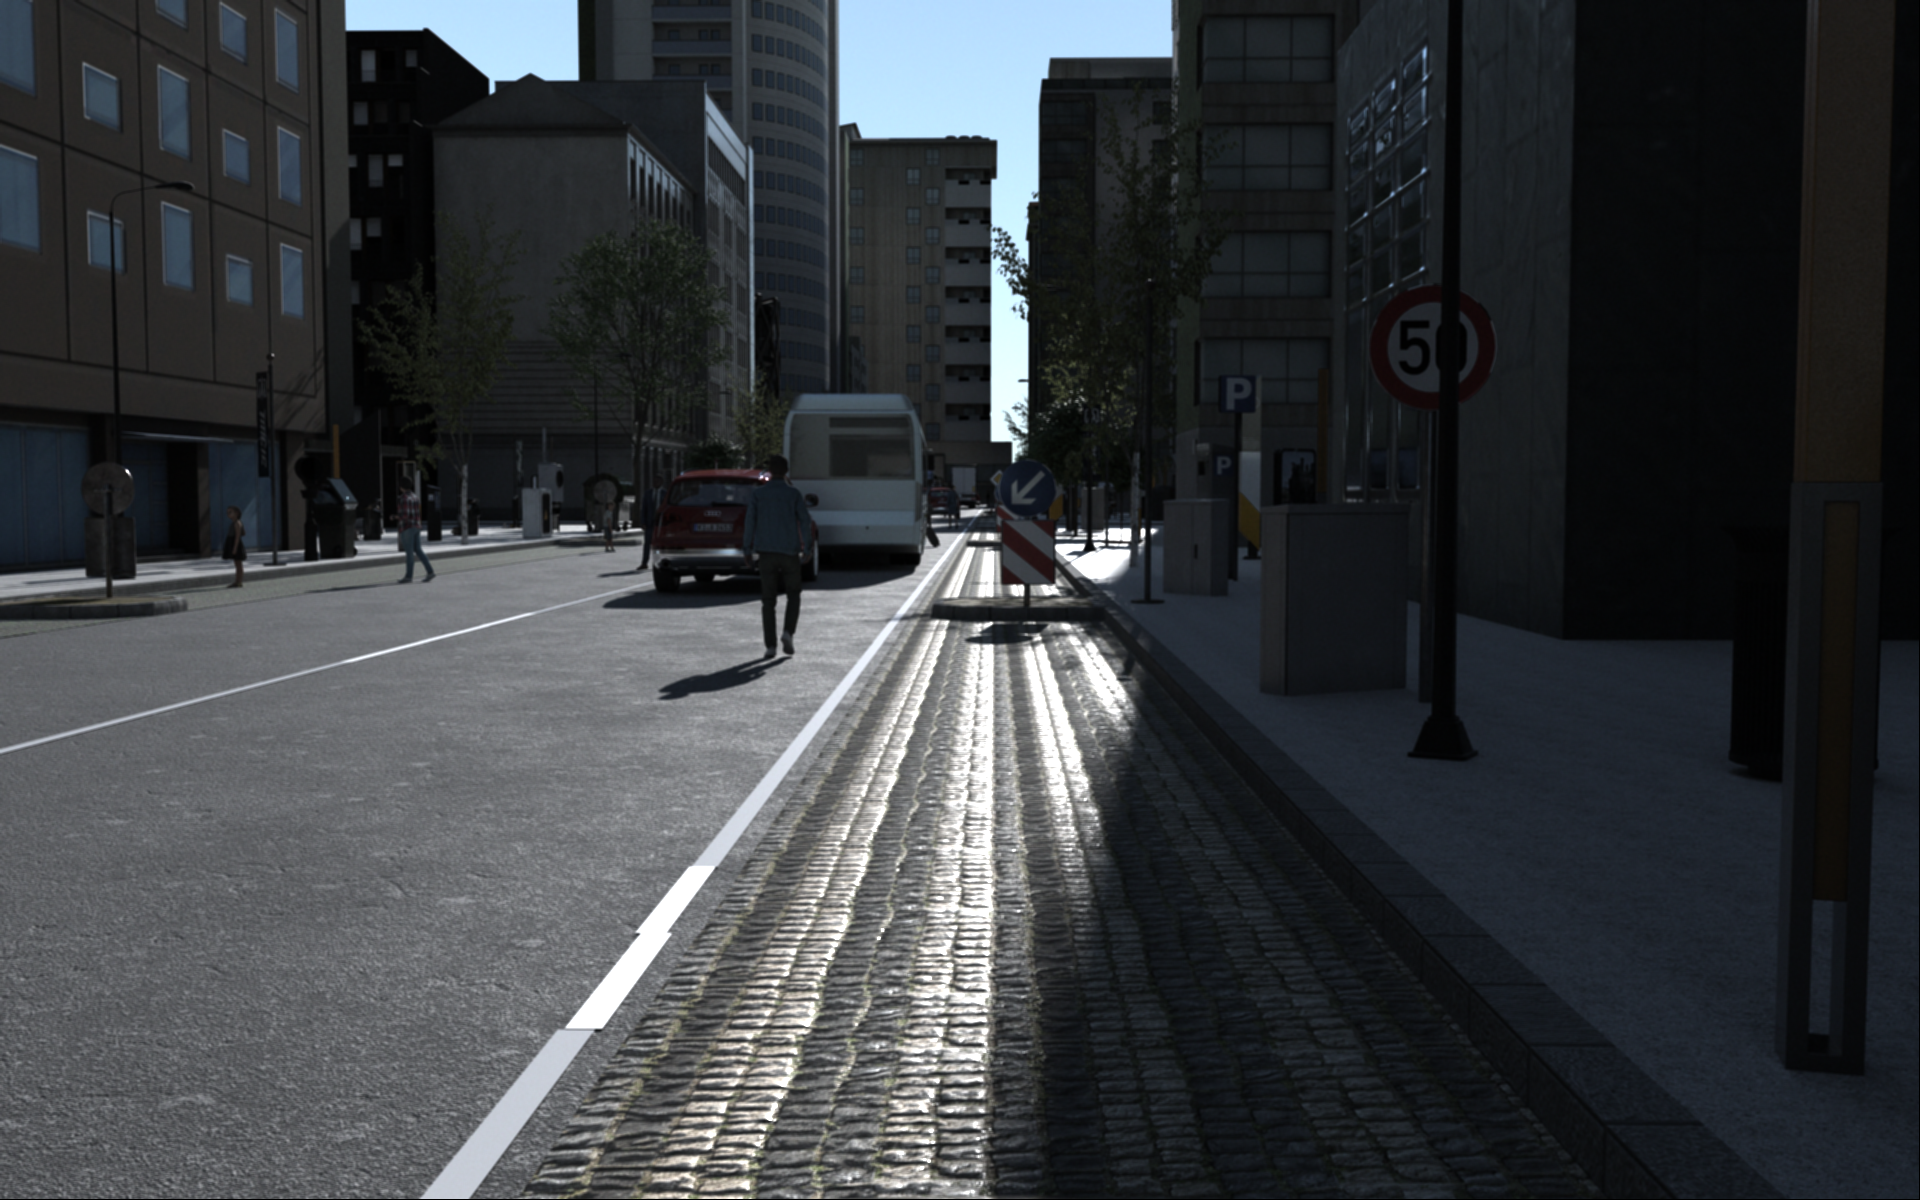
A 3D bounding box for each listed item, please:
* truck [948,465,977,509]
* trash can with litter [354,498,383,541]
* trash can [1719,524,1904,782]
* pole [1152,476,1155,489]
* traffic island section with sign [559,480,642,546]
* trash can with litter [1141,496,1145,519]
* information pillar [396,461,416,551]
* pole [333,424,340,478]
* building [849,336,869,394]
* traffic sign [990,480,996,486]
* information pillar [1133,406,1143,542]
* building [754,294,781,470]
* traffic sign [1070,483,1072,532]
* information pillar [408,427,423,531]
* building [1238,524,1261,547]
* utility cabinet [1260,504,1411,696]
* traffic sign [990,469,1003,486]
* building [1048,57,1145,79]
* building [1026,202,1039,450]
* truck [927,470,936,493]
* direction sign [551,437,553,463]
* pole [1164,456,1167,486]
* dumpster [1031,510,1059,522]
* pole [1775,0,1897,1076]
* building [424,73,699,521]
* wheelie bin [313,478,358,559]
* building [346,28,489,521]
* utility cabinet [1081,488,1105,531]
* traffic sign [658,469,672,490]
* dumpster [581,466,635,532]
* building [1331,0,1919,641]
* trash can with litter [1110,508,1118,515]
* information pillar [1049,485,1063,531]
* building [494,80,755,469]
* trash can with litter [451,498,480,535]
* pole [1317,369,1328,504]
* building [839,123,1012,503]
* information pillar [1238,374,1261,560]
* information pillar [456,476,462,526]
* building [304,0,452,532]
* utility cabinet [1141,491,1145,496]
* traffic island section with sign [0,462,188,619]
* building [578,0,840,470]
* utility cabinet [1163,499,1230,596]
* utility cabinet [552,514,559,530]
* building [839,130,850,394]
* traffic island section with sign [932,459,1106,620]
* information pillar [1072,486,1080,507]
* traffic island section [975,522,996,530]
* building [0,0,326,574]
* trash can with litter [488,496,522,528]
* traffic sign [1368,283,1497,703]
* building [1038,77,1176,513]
[{"bbox_3d":[0.299,-11.215,172.283,2.839,4.237,11.283,0,4,-1],"label":"truck"},{"bbox_3d":[-16.522,-2.234,47.908,1.055,1.170,0.624,-1,4,-8],"label":"trash can with litter"},{"bbox_3d":[3.828,0.233,7.841,0.748,1.137,0.748,0,3,0],"label":"trash can"},{"bbox_3d":[12.757,-7.369,114.325,0.158,3.312,0.155,0,3,0],"label":"pole"},{"bbox_3d":[-9.918,-2.415,48.111,1.989,1.847,2.006,0,4,1],"label":"traffic island section with sign"},{"bbox_3d":[9.612,-4.842,90.556,0.624,1.170,1.055,1,4,21],"label":"trash can with litter"},{"bbox_3d":[-12.415,-2.102,38.859,0.304,2.012,0.304,3,5,40],"label":"information pillar"},{"bbox_3d":[-18.249,-3.479,50.731,0.158,3.312,0.155,0,3,0],"label":"pole"},{"bbox_3d":[-26.675,-22.522,213.278,28.899,21.520,27.650,0,4,1],"label":"building"},{"bbox_3d":[1.757,-4.568,78.322,0.795,2.450,0.064,0,4,1],"label":"traffic sign"},{"bbox_3d":[4.767,-3.376,46.545,0.183,3.616,0.504,-1,4,-14],"label":"information pillar"},{"bbox_3d":[-21.998,-16.002,129.088,16.820,18.784,16.811,0,4,1],"label":"building"},{"bbox_3d":[3.777,-3.598,58.927,0.768,2.556,0.104,1,4,10],"label":"traffic sign"},{"bbox_3d":[-19.014,-4.221,60.374,0.183,3.616,0.504,2,4,28],"label":"information pillar"},{"bbox_3d":[12.865,-22.230,47.056,14.154,41.232,14.086,0,4,1],"label":"building"},{"bbox_3d":[2.443,-0.009,11.312,1.020,1.237,0.306,-2,4,-28],"label":"utility cabinet"},{"bbox_3d":[1.603,-4.079,70.338,0.795,2.450,0.064,0,4,1],"label":"traffic sign"},{"bbox_3d":[15.368,-29.510,166.090,14.154,41.232,14.086,0,4,1],"label":"building"},{"bbox_3d":[22.392,-36.410,249.923,28.867,44.769,22.147,0,4,1],"label":"building"},{"bbox_3d":[-3.712,-11.577,179.036,2.967,4.110,18.799,0,4,1],"label":"truck"},{"bbox_3d":[-16.143,-4.681,68.531,0.379,3.537,0.876,-1,4,-11],"label":"direction sign"},{"bbox_3d":[11.011,-6.063,92.965,0.158,3.312,0.155,0,3,0],"label":"pole"},{"bbox_3d":[3.905,-4.741,80.003,1.502,2.255,1.985,0,4,1],"label":"dumpster"},{"bbox_3d":[1.938,-0.610,3.811,0.158,3.312,0.155,0,3,0],"label":"pole"},{"bbox_3d":[-19.970,-14.754,90.381,9.793,20.994,18.267,0,4,1],"label":"building"},{"bbox_3d":[-12.522,-1.638,34.690,0.693,1.594,0.980,0,4,6],"label":"wheelie bin"},{"bbox_3d":[-33.091,-15.735,86.938,15.834,23.373,12.332,0,4,1],"label":"building"},{"bbox_3d":[4.568,-3.120,59.696,0.318,1.500,1.173,-2,4,-24],"label":"utility cabinet"},{"bbox_3d":[-12.004,-4.182,70.499,0.606,2.300,0.079,0,4,2],"label":"traffic sign"},{"bbox_3d":[-12.066,-3.476,59.334,1.502,2.255,1.985,0,4,1],"label":"dumpster"},{"bbox_3d":[16.356,-42.490,7.376,22.319,86.520,31.000,0,4,1],"label":"building"},{"bbox_3d":[9.028,-5.731,104.752,1.678,1.210,2.233,1,4,11],"label":"trash can with litter"},{"bbox_3d":[3.333,-4.217,60.297,0.504,3.616,0.183,0,4,-6],"label":"information pillar"},{"bbox_3d":[-20.335,-17.818,109.339,12.078,24.808,19.932,0,4,1],"label":"building"},{"bbox_3d":[-15.383,-2.589,53.713,1.055,1.170,0.624,2,4,32],"label":"trash can with litter"},{"bbox_3d":[5.919,-2.107,28.300,0.158,3.312,0.155,0,3,0],"label":"pole"},{"bbox_3d":[-6.183,-40.653,253.907,27.495,52.752,28.713,0,4,1],"label":"building"},{"bbox_3d":[5.676,-2.600,33.865,0.504,3.616,0.183,-2,4,-29],"label":"information pillar"},{"bbox_3d":[-20.301,-4.039,70.530,0.304,2.012,0.304,-2,4,-30],"label":"information pillar"},{"bbox_3d":[-34.705,-24.599,56.826,28.867,44.769,22.147,0,4,1],"label":"building"},{"bbox_3d":[11.711,-6.201,110.072,0.318,1.500,1.173,1,4,17],"label":"utility cabinet"},{"bbox_3d":[-10.441,-0.737,20.686,1.989,1.847,2.006,0,4,1],"label":"traffic island section with sign"},{"bbox_3d":[-23.310,-38.229,167.049,21.231,58.520,28.212,0,4,1],"label":"building"},{"bbox_3d":[3.012,-0.675,22.200,0.306,1.237,1.020,-2,4,-30],"label":"utility cabinet"},{"bbox_3d":[-14.893,-3.237,61.609,1.173,1.500,0.318,0,4,-7],"label":"utility cabinet"},{"bbox_3d":[-19.644,-30.930,189.300,14.154,41.232,14.086,0,4,1],"label":"building"},{"bbox_3d":[0.676,-0.724,20.462,1.989,1.847,2.006,0,4,1],"label":"traffic island section with sign"},{"bbox_3d":[7.062,-6.977,105.430,0.504,3.616,0.183,1,4,21],"label":"information pillar"},{"bbox_3d":[1.627,-2.944,70.415,2.009,0.180,2.903,0,4,1],"label":"traffic island section"},{"bbox_3d":[-21.738,-23.356,31.974,14.600,45.320,14.200,0,4,1],"label":"building"},{"bbox_3d":[-16.729,-3.320,65.338,1.678,1.210,2.233,-2,4,-32],"label":"trash can with litter"},{"bbox_3d":[2.868,-0.642,10.595,0.768,2.556,0.104,0,4,4],"label":"traffic sign"},{"bbox_3d":[12.578,-21.549,124.019,14.160,30.474,14.107,0,4,1],"label":"building"}]
